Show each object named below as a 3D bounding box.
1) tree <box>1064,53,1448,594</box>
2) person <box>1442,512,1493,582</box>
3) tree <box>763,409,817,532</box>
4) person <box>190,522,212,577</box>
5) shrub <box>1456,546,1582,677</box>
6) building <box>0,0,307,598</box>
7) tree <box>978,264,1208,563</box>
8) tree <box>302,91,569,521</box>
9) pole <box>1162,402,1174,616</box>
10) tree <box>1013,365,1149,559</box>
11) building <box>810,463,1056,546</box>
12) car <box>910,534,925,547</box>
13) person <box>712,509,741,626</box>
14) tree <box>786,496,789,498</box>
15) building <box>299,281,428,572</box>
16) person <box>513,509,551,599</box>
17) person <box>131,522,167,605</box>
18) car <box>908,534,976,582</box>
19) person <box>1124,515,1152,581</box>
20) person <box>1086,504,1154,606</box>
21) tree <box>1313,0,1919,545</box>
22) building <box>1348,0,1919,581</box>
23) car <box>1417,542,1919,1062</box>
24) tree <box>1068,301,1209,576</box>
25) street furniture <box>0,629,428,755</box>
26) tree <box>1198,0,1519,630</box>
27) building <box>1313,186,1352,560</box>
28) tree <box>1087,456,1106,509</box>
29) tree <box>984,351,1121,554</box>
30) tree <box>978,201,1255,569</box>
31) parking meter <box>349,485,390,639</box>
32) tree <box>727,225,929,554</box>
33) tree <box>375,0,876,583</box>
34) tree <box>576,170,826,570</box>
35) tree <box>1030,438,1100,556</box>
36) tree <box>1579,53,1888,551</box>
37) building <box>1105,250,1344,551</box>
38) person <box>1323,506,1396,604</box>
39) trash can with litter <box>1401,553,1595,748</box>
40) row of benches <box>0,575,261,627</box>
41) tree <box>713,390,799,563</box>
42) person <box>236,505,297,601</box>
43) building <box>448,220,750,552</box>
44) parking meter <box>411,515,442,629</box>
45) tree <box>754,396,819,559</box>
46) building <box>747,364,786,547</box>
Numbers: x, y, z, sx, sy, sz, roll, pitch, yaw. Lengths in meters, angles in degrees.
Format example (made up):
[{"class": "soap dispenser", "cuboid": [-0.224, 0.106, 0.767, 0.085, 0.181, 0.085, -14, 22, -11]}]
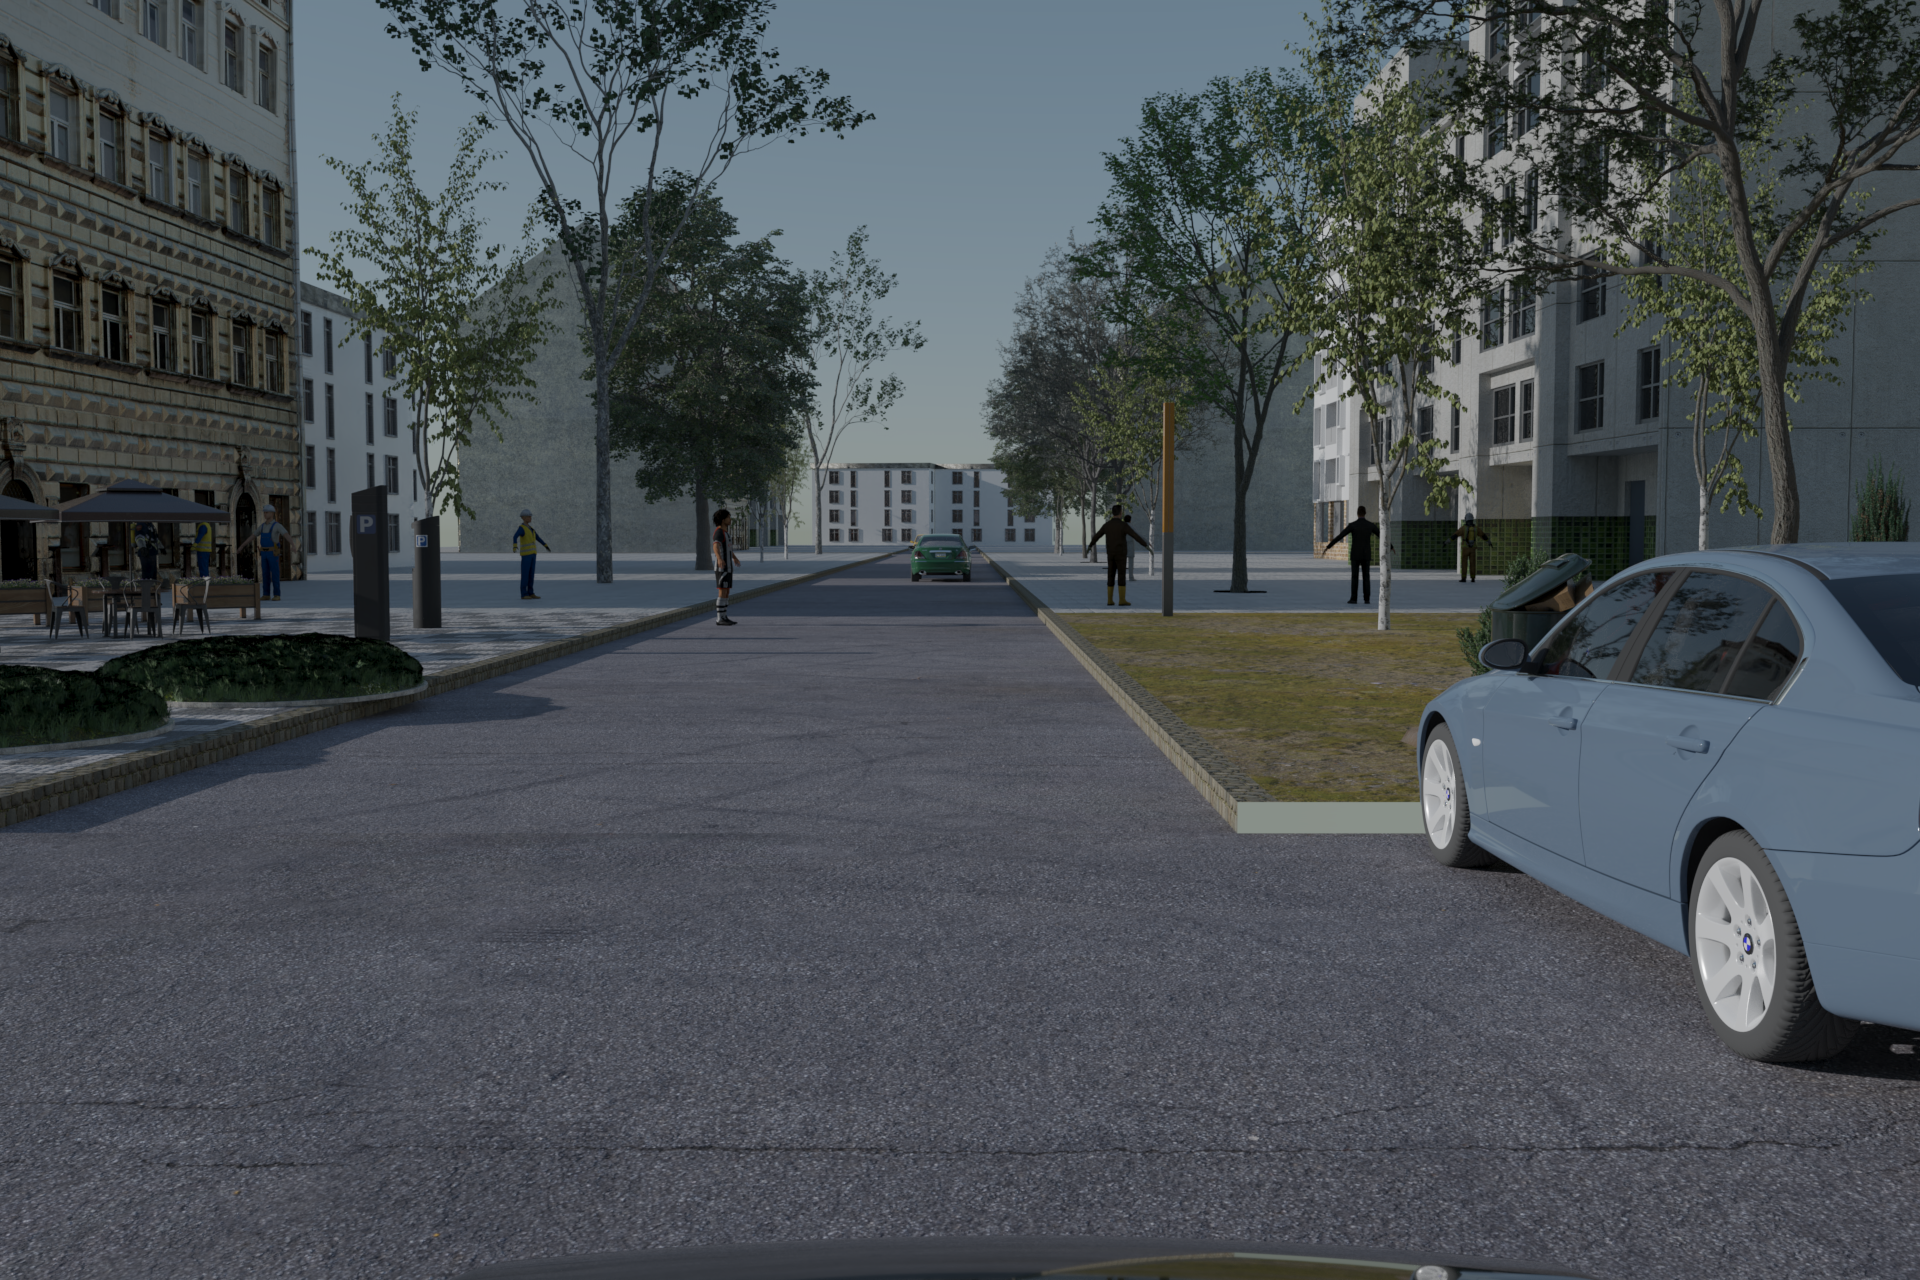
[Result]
[{"class": "tree", "cuboid": [6.287, -6.840, 37.589, 9.928, 11.665, 9.643, 0, 3, 0]}, {"class": "person", "cuboid": [13.507, -2.461, 46.013, 1.354, 1.858, 0.705, 0, 4, -1]}, {"class": "tree", "cuboid": [-9.508, -8.900, 95.870, 4.360, 8.622, 3.978, 0, 3, 0]}, {"class": "person", "cuboid": [-16.763, -1.976, 38.273, 0.705, 1.833, 1.349, -1, 4, -14]}, {"class": "shrub", "cuboid": [3.783, -0.015, 11.358, 1.383, 1.207, 1.383, 0, 3, 0]}, {"class": "building", "cuboid": [-27.439, -12.685, 38.332, 19.493, 23.208, 18.063, 0, 4, 1]}, {"class": "tree", "cuboid": [5.914, -10.183, 76.867, 12.009, 13.543, 11.850, 0, 3, 0]}, {"class": "tree", "cuboid": [-8.977, -4.866, 29.926, 4.737, 8.622, 4.395, 0, 3, 0]}, {"class": "pole", "cuboid": [3.242, -2.026, 26.967, 0.158, 3.312, 0.155, 0, 3, 0]}, {"class": "tree", "cuboid": [6.233, -9.553, 90.606, 7.601, 10.594, 8.767, -1, 4, -12]}, {"class": "building", "cuboid": [-2.861, -15.882, 204.269, 28.070, 9.664, 9.099, 1, 4, 9]}, {"class": "car", "cuboid": [-2.046, -5.921, 107.039, 2.015, 1.641, 3.980, 0, 3, 0]}, {"class": "person", "cuboid": [-3.681, -1.136, 27.181, 0.704, 1.843, 1.345, 0, 4, 4]}, {"class": "tree", "cuboid": [-21.409, -15.193, 198.760, 4.737, 8.622, 4.395, 0, 3, 0]}, {"class": "building", "cuboid": [-26.266, -7.773, 69.242, 9.099, 9.664, 28.070, 0, 4, 0]}, {"class": "person", "cuboid": [-8.453, -1.693, 34.137, 0.721, 1.772, 1.216, 1, 4, 20]}, {"class": "person", "cuboid": [-14.317, -1.519, 30.611, 0.705, 1.856, 1.354, -1, 4, -10]}, {"class": "car", "cuboid": [-0.563, -2.550, 53.489, 2.131, 1.459, 4.920, 0, 4, 0]}, {"class": "person", "cuboid": [4.575, -2.503, 47.112, 1.347, 1.806, 0.705, 2, 4, 29]}, {"class": "person", "cuboid": [2.822, -1.521, 31.000, 1.346, 1.812, 0.704, 2, 4, 33]}, {"class": "tree", "cuboid": [7.018, -4.914, 14.756, 8.767, 10.594, 7.601, -1, 4, -15]}, {"class": "building", "cuboid": [24.454, -11.543, 55.182, 16.747, 18.905, 31.486, 0, 4, 0]}, {"class": "car", "cuboid": [2.957, 0.367, 6.005, 2.014, 1.417, 4.499, 0, 4, -1]}, {"class": "tree", "cuboid": [5.765, -6.301, 53.390, 4.737, 8.622, 4.395, 0, 3, 0]}, {"class": "street furniture", "cuboid": [-8.900, 0.232, 11.833, 10.072, 0.657, 5.734, -1, 4, -17]}, {"class": "tree", "cuboid": [5.517, -4.431, 22.811, 4.737, 8.622, 4.395, 0, 3, 0]}, {"class": "building", "cuboid": [23.731, -14.278, 89.872, 16.016, 20.090, 11.380, 0, 3, 0]}, {"class": "tree", "cuboid": [17.859, -17.053, 204.574, 9.928, 11.665, 9.643, 0, 3, 0]}, {"class": "tree", "cuboid": [6.410, -12.650, 113.490, 9.857, 13.997, 8.962, 0, 3, 0]}, {"class": "tree", "cuboid": [5.924, -9.354, 63.312, 12.009, 13.543, 11.850, 0, 3, 0]}, {"class": "parking meter", "cuboid": [-7.066, -0.919, 20.732, 0.399, 1.863, 0.255, 0, 4, 1]}, {"class": "tree", "cuboid": [-8.326, -15.365, 107.102, 12.611, 20.169, 13.585, 0, 3, 0]}, {"class": "tree", "cuboid": [-7.803, -11.532, 44.434, 12.611, 20.169, 13.585, 0, 3, 0]}, {"class": "tree", "cuboid": [-9.080, -9.454, 61.230, 9.857, 13.997, 8.962, 0, 3, 0]}, {"class": "tree", "cuboid": [5.740, -9.280, 102.092, 4.360, 8.622, 3.978, 0, 3, 0]}, {"class": "tree", "cuboid": [12.012, -4.698, 27.178, 4.737, 8.622, 4.395, 0, 3, 0]}, {"class": "building", "cuboid": [21.990, -19.039, 142.219, 19.493, 23.208, 18.063, 0, 4, 0]}, {"class": "person", "cuboid": [7.368, -1.569, 31.875, 1.346, 1.802, 0.704, 0, 4, -1]}, {"class": "trash can with litter", "cuboid": [3.126, 0.089, 9.930, 1.055, 1.170, 0.624, 0, 4, -2]}, {"class": "row of benches", "cuboid": [-12.043, -0.575, 24.857, 4.104, 0.672, 1.422, -3, 5, -43]}, {"class": "tree", "cuboid": [-9.066, -7.801, 77.910, 4.737, 8.622, 4.395, 0, 3, 0]}, {"class": "person", "cuboid": [-13.299, -1.681, 33.335, 1.347, 1.847, 0.705, 1, 4, 17]}, {"class": "building", "cuboid": [-26.267, -18.338, 130.756, 19.493, 23.208, 18.063, 0, 4, -1]}, {"class": "parking meter", "cuboid": [-7.282, -0.931, 23.639, 0.372, 1.533, 0.369, 0, 3, 0]}, {"class": "tree", "cuboid": [-8.717, -8.395, 87.621, 4.360, 8.622, 3.978, 0, 3, 0]}, {"class": "building", "cuboid": [-28.340, -19.170, 179.891, 16.747, 18.905, 31.486, 0, 4, 1]}]
